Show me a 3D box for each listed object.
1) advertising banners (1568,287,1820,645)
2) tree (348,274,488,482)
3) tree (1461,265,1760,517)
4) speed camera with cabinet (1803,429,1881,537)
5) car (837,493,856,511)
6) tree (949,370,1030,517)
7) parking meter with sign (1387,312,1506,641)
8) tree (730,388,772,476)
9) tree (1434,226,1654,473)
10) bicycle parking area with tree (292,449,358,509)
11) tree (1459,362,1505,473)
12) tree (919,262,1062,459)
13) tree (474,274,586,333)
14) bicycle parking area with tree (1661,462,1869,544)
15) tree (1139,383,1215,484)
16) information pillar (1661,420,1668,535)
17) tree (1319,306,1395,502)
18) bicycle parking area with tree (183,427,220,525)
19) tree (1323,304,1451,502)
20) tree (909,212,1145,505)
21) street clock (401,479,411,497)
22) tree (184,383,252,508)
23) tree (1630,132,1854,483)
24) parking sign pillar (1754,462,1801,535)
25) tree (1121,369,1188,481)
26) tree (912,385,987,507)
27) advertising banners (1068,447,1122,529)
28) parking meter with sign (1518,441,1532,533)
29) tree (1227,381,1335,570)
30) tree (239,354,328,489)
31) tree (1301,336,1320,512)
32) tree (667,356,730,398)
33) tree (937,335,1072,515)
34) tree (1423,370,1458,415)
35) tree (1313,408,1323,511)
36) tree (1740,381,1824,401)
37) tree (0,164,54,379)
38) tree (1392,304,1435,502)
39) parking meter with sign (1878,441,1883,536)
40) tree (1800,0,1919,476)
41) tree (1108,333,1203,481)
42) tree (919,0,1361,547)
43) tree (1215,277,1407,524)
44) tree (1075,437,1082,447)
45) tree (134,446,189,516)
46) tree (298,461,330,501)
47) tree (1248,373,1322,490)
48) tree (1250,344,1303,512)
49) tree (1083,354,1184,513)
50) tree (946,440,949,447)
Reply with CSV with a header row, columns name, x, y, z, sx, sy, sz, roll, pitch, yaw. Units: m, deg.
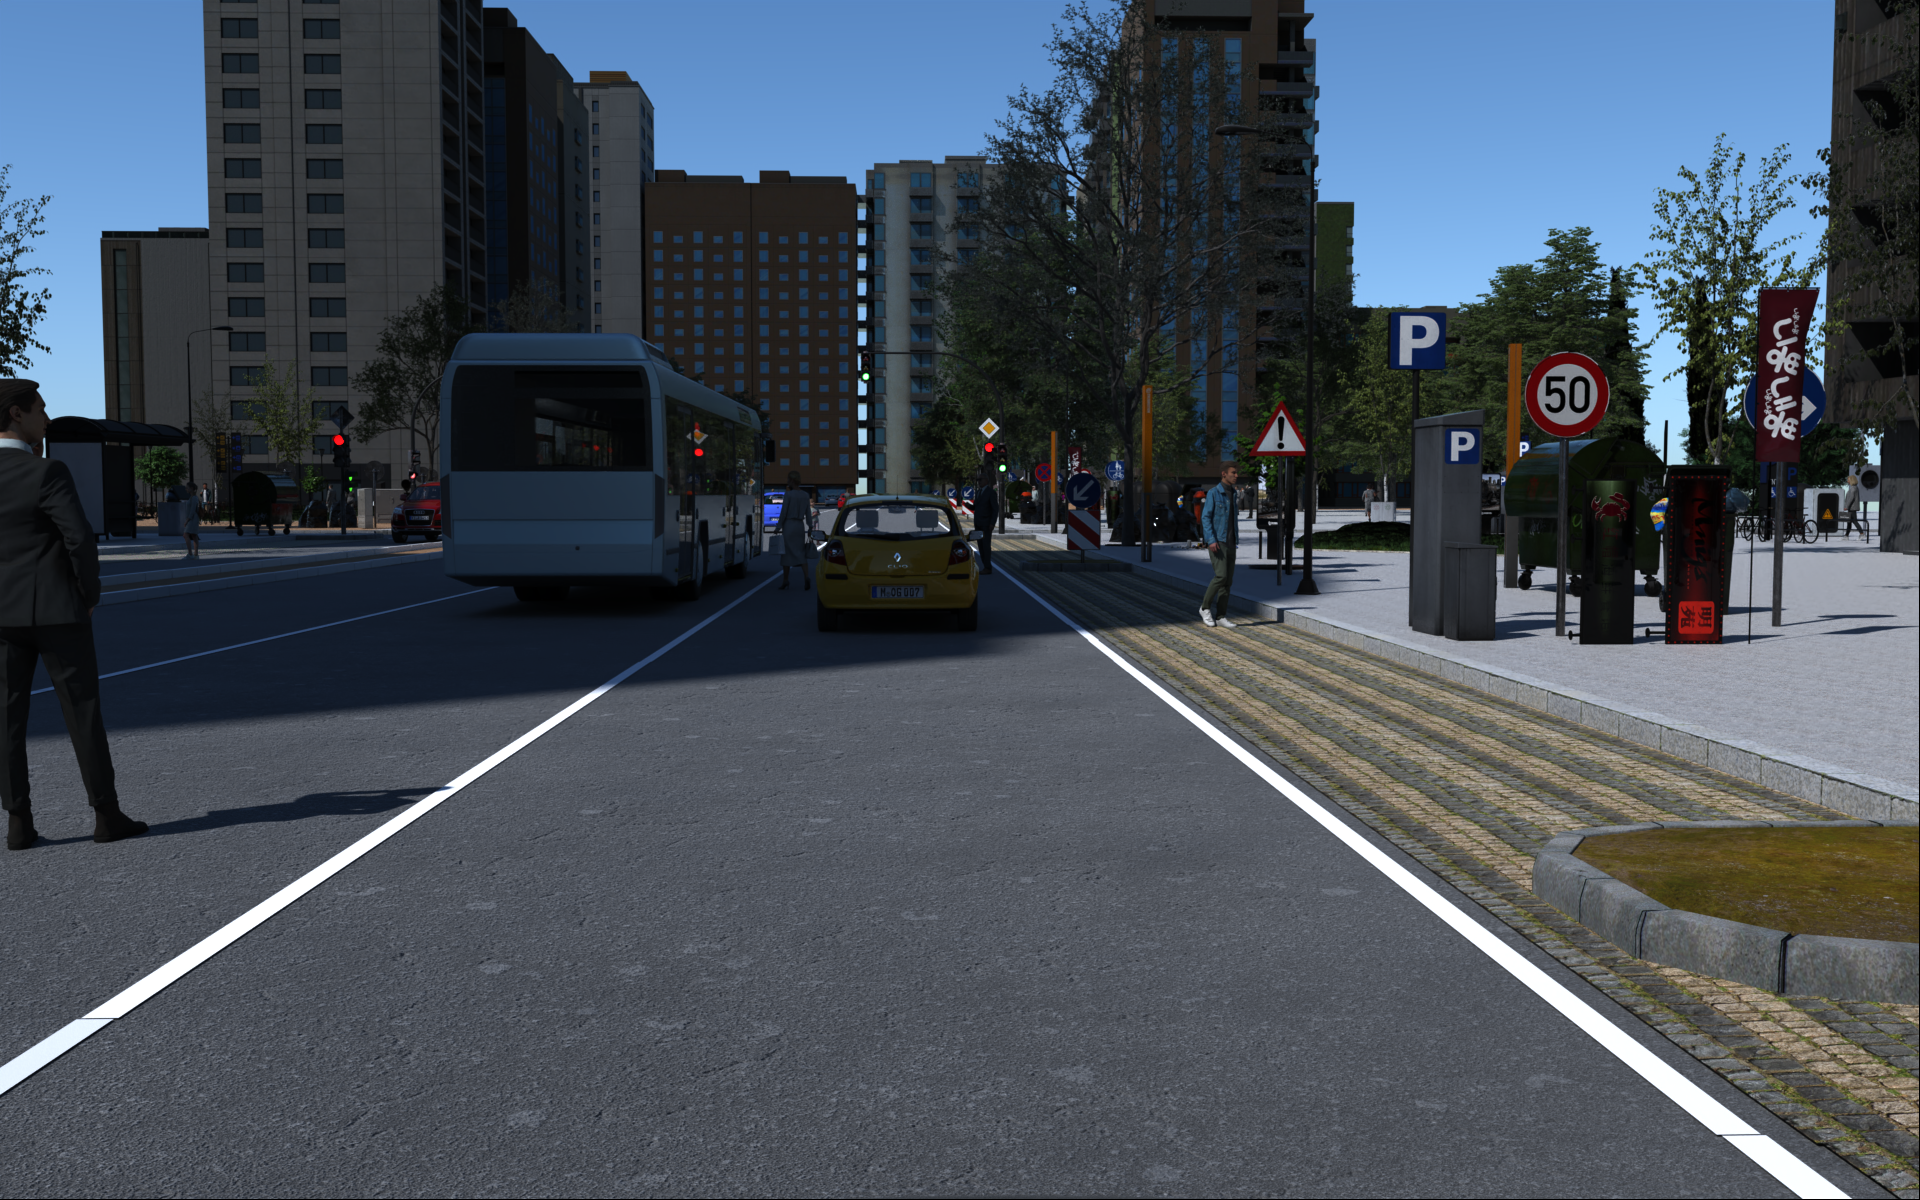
name,x,y,z,sx,sy,sz,roll,pitch,yaw
advertising banners,6.238,-1.133,14.707,2.074,3.025,0.090,0,4,-2
tree,-22.239,-8.481,73.077,7.601,10.594,8.767,0,4,2
tree,41.901,-12.491,106.047,13.155,14.587,18.604,-1,4,-18
speed camera with cabinet,26.551,-3.535,52.127,2.038,3.252,0.660,0,4,-2
car,-9.495,-8.502,148.047,2.155,1.783,4.494,0,4,-2
tree,2.369,-8.947,96.640,4.737,8.622,4.395,0,3,0
parking meter with sign,4.457,-1.200,15.881,0.543,3.016,1.738,0,4,-5
tree,-26.808,-18.245,204.964,9.857,13.997,8.962,0,3,0
tree,25.565,-9.517,73.728,7.486,12.596,7.792,0,3,0
bicycle parking area with tree,-43.066,-7.508,109.765,8.231,4.147,9.016,1,4,16
tree,28.387,-8.821,94.593,4.737,8.622,4.395,0,3,0
tree,2.757,-17.189,136.930,12.611,20.169,13.585,0,3,0
tree,-23.945,-11.377,96.383,12.009,13.543,11.850,0,3,0
bicycle parking area with tree,19.756,-3.704,47.561,8.231,4.147,9.016,0,4,7
tree,17.176,-12.297,135.467,8.767,10.594,7.601,0,4,2
information pillar,22.271,-3.876,54.720,0.183,3.616,0.504,2,4,25
tree,26.476,-11.376,104.123,7.486,12.596,7.792,0,3,0
bicycle parking area with tree,-35.273,-5.251,72.862,8.231,4.147,9.016,-1,4,-8
tree,16.478,-7.110,66.616,4.737,8.622,4.395,0,3,0
tree,3.819,-10.446,77.448,9.857,13.997,8.962,0,3,0
street clock,-27.210,-4.932,85.214,0.471,2.002,0.358,0,4,5
tree,-49.681,-10.136,116.090,4.360,8.622,3.978,0,3,0
tree,16.150,-5.252,36.232,4.737,8.622,4.395,0,3,0
parking sign pillar,26.059,-4.076,55.116,1.447,3.967,1.447,-1,4,-11
tree,11.291,-9.266,101.864,4.737,8.622,4.395,0,3,0
tree,-0.276,-15.873,176.527,9.611,12.733,9.660,0,3,0
advertising banners,4.986,-4.148,64.010,2.074,3.025,0.090,-1,4,-9
parking meter with sign,17.912,-3.691,56.614,1.738,3.016,0.543,-3,4,-36
tree,5.363,-2.151,29.769,1.663,3.219,1.824,0,3,0
tree,-35.871,-8.654,91.849,4.737,8.622,4.395,0,3,0
tree,27.536,-11.997,114.278,7.486,12.596,7.792,0,3,0
tree,-25.815,-15.182,154.876,9.857,13.997,8.962,0,3,0
tree,2.761,-11.000,105.602,9.928,11.665,9.643,0,3,0
tree,39.691,-13.868,128.556,13.155,14.587,18.604,-2,4,-23
tree,27.553,-11.121,132.187,4.737,8.622,4.395,0,3,0
tree,43.338,-7.327,82.704,11.467,7.101,20.602,-2,4,-28
tree,-22.091,-5.395,38.566,4.360,8.622,3.978,0,3,0
tree,27.111,-10.256,85.807,7.486,12.596,7.792,0,3,0
parking meter with sign,29.177,-3.478,53.121,1.738,3.016,0.543,2,4,24
tree,12.393,-4.354,21.550,4.360,8.622,3.978,0,3,0
tree,13.494,-12.519,122.808,7.486,12.596,7.792,0,3,0
tree,4.079,-8.054,42.046,12.009,13.543,11.850,0,3,0
tree,15.466,-8.537,73.984,7.601,10.594,8.767,0,4,0
tree,9.549,-10.152,116.341,4.360,8.622,3.978,0,3,0
tree,-47.042,-7.260,102.407,4.285,4.588,4.351,0,3,0
tree,-37.804,-6.513,101.083,1.663,3.219,1.824,0,3,0
tree,18.995,-9.140,99.797,4.360,8.622,3.978,0,3,0
tree,24.601,-12.585,123.884,7.486,12.596,7.792,0,3,0
tree,9.024,-8.520,89.662,4.360,8.622,3.978,0,3,0
tree,1.058,-12.358,152.412,4.737,8.622,4.395,0,3,0
